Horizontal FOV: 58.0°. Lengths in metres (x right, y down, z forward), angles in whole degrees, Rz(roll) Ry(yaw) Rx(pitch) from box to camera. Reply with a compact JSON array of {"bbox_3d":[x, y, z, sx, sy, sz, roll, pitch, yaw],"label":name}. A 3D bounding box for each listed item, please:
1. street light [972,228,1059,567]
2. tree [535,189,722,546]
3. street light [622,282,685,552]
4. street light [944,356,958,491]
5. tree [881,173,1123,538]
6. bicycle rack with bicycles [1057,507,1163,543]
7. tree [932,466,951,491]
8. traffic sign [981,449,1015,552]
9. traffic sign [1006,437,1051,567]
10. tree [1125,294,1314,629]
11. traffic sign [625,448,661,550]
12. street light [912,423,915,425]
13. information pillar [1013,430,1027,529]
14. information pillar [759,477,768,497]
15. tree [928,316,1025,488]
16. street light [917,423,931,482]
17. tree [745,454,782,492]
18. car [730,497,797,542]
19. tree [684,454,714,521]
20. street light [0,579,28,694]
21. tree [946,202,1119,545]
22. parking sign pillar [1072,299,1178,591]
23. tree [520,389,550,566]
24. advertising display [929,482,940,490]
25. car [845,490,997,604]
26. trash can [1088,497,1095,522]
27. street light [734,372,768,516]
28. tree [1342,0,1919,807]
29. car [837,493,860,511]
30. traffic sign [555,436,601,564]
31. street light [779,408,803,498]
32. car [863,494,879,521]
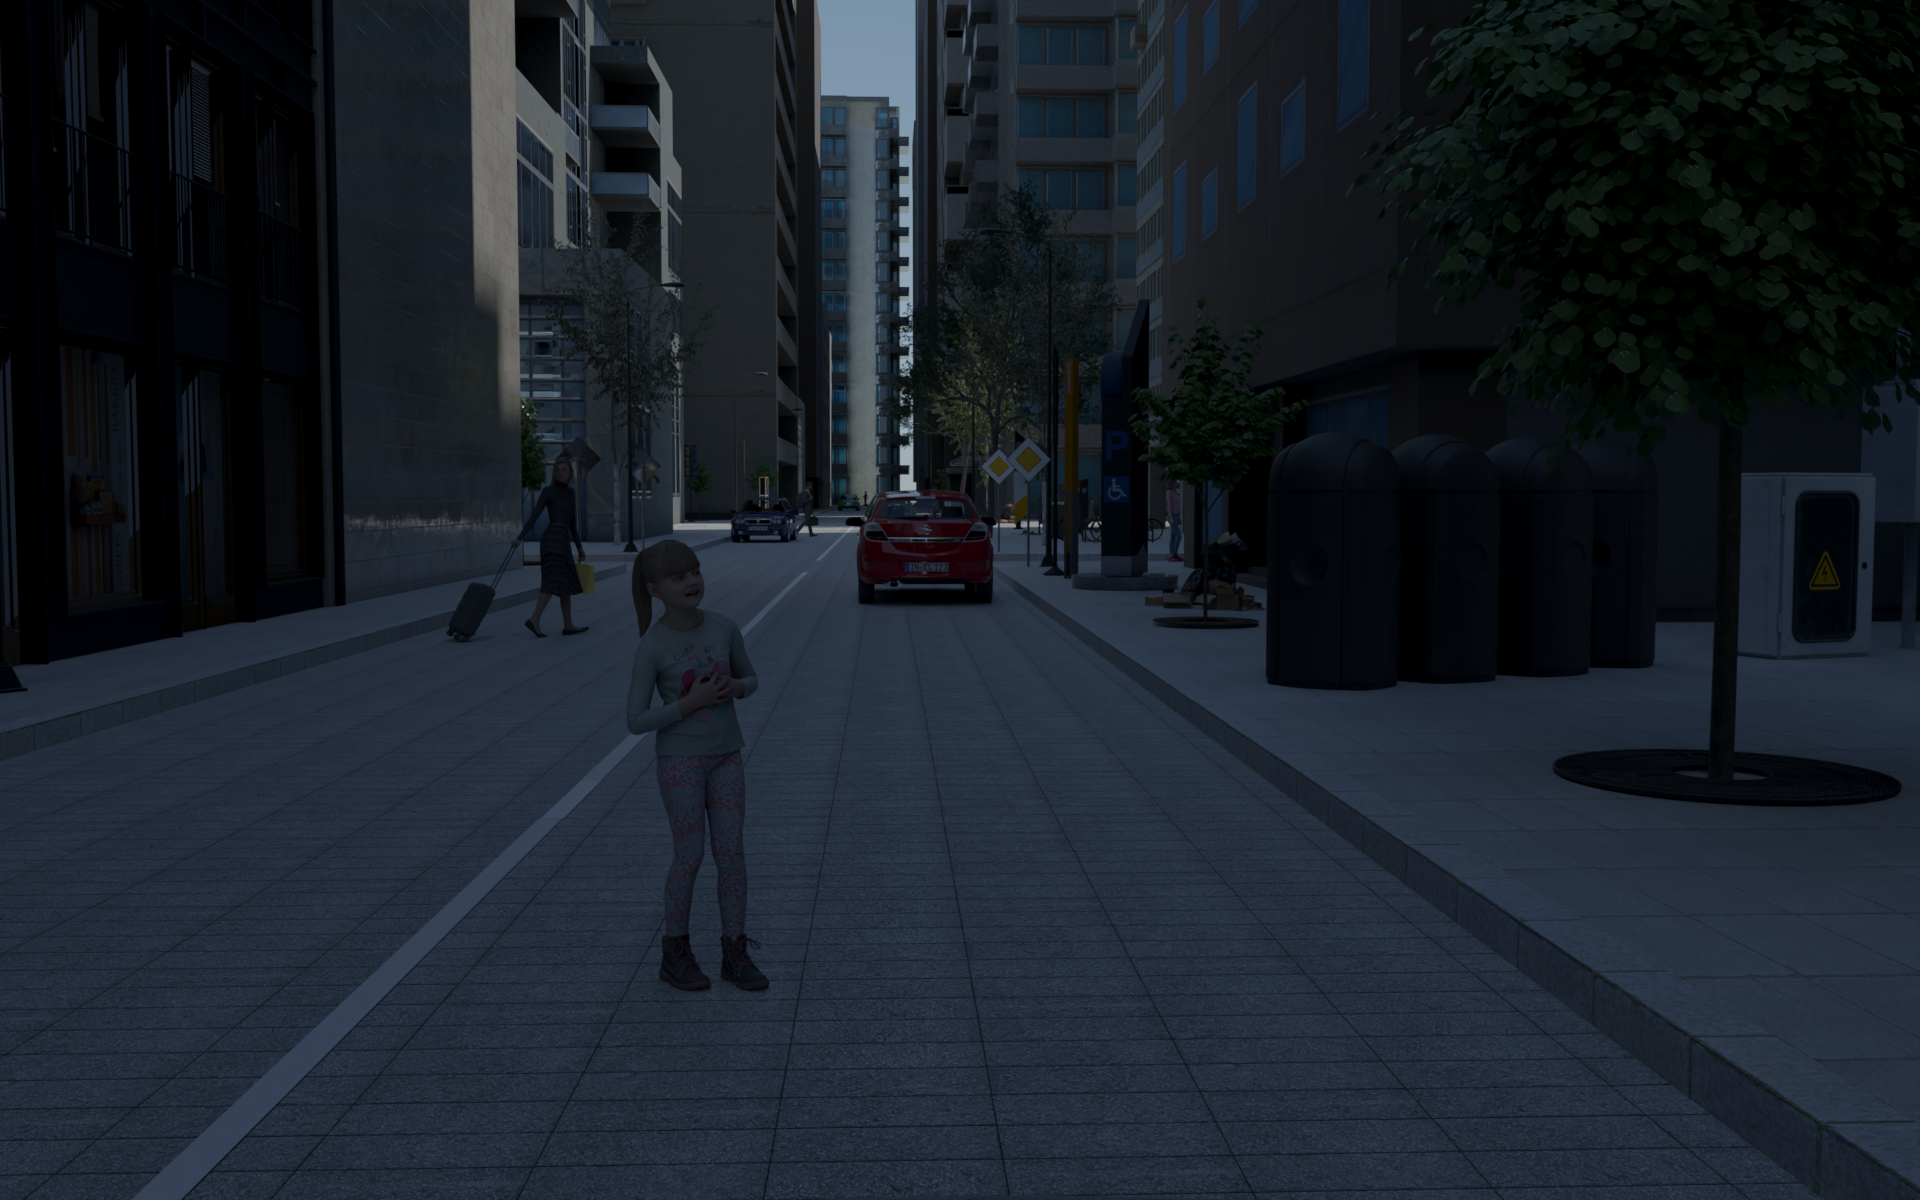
[{"bbox_3d":[1.029,-3.539,30.412,1.470,5.913,1.316,0,4,-2],"label":"street light"},{"bbox_3d":[-8.267,-5.651,42.756,4.360,8.622,3.978,0,3,0],"label":"tree"},{"bbox_3d":[-6.724,-4.007,38.048,1.470,5.913,1.316,0,4,-2],"label":"street light"},{"bbox_3d":[-0.104,-5.181,57.248,1.470,5.913,1.316,0,4,-2],"label":"street light"},{"bbox_3d":[1.134,-7.086,50.271,7.601,10.594,8.767,1,4,18],"label":"tree"},{"bbox_3d":[4.032,-2.013,46.289,2.925,0.926,2.852,0,4,3],"label":"bicycle rack with bicycles"},{"bbox_3d":[-1.034,-7.501,117.238,1.663,3.219,1.824,0,3,0],"label":"tree"},{"bbox_3d":[0.861,-2.129,38.446,0.795,2.450,0.064,0,4,-2],"label":"traffic sign"},{"bbox_3d":[1.201,-1.641,30.469,0.795,2.450,0.064,0,4,-2],"label":"traffic sign"},{"bbox_3d":[2.352,-1.368,16.968,1.663,3.219,1.824,0,3,0],"label":"tree"},{"bbox_3d":[-6.977,-2.110,38.135,0.795,2.450,0.064,0,4,-2],"label":"traffic sign"},{"bbox_3d":[-2.460,-8.620,113.483,1.470,5.913,1.316,0,4,-2],"label":"street light"},{"bbox_3d":[2.213,-4.390,63.127,0.504,3.616,0.183,-1,4,-11],"label":"information pillar"},{"bbox_3d":[-8.415,-4.268,74.279,0.304,2.012,0.304,1,4,13],"label":"information pillar"},{"bbox_3d":[0.900,-7.239,68.715,4.737,8.622,4.395,0,3,0],"label":"tree"},{"bbox_3d":[-1.263,-6.906,85.459,1.470,5.913,1.316,0,4,-2],"label":"street light"},{"bbox_3d":[-9.508,-5.398,82.856,1.663,3.219,1.824,0,3,0],"label":"tree"},{"bbox_3d":[-5.927,-2.444,52.540,1.945,1.354,3.894,0,4,-1],"label":"car"},{"bbox_3d":[-12.653,-5.420,83.213,1.663,3.219,1.824,0,3,0],"label":"tree"},{"bbox_3d":[-5.712,-2.356,11.067,1.470,5.913,1.316,0,4,-2],"label":"street light"},{"bbox_3d":[1.887,-5.664,42.969,4.360,8.622,3.978,0,3,0],"label":"tree"},{"bbox_3d":[2.246,-2.142,23.496,1.447,3.967,1.447,1,4,16],"label":"parking sign pillar"},{"bbox_3d":[-7.907,-2.253,31.434,1.663,3.219,1.824,0,3,0],"label":"tree"},{"bbox_3d":[-1.338,-5.227,90.673,0.123,1.923,0.974,-2,4,-29],"label":"advertising display"},{"bbox_3d":[-0.530,-0.925,24.171,2.155,1.783,4.494,0,4,-3],"label":"car"},{"bbox_3d":[5.669,-4.037,77.659,0.748,1.137,0.748,0,3,0],"label":"trash can"},{"bbox_3d":[-8.045,-5.730,66.229,1.470,5.913,1.316,0,4,-2],"label":"street light"},{"bbox_3d":[3.366,-1.469,7.726,4.285,4.588,4.351,0,3,0],"label":"tree"},{"bbox_3d":[-9.471,-8.496,147.707,1.959,1.807,4.718,0,4,-1],"label":"car"},{"bbox_3d":[-6.637,-1.622,30.157,0.795,2.450,0.064,0,4,-2],"label":"traffic sign"},{"bbox_3d":[-9.216,-7.425,93.939,1.470,5.913,1.316,0,4,-2],"label":"street light"},{"bbox_3d":[-2.529,-3.165,63.539,2.131,1.459,4.920,0,4,-1],"label":"car"}]
